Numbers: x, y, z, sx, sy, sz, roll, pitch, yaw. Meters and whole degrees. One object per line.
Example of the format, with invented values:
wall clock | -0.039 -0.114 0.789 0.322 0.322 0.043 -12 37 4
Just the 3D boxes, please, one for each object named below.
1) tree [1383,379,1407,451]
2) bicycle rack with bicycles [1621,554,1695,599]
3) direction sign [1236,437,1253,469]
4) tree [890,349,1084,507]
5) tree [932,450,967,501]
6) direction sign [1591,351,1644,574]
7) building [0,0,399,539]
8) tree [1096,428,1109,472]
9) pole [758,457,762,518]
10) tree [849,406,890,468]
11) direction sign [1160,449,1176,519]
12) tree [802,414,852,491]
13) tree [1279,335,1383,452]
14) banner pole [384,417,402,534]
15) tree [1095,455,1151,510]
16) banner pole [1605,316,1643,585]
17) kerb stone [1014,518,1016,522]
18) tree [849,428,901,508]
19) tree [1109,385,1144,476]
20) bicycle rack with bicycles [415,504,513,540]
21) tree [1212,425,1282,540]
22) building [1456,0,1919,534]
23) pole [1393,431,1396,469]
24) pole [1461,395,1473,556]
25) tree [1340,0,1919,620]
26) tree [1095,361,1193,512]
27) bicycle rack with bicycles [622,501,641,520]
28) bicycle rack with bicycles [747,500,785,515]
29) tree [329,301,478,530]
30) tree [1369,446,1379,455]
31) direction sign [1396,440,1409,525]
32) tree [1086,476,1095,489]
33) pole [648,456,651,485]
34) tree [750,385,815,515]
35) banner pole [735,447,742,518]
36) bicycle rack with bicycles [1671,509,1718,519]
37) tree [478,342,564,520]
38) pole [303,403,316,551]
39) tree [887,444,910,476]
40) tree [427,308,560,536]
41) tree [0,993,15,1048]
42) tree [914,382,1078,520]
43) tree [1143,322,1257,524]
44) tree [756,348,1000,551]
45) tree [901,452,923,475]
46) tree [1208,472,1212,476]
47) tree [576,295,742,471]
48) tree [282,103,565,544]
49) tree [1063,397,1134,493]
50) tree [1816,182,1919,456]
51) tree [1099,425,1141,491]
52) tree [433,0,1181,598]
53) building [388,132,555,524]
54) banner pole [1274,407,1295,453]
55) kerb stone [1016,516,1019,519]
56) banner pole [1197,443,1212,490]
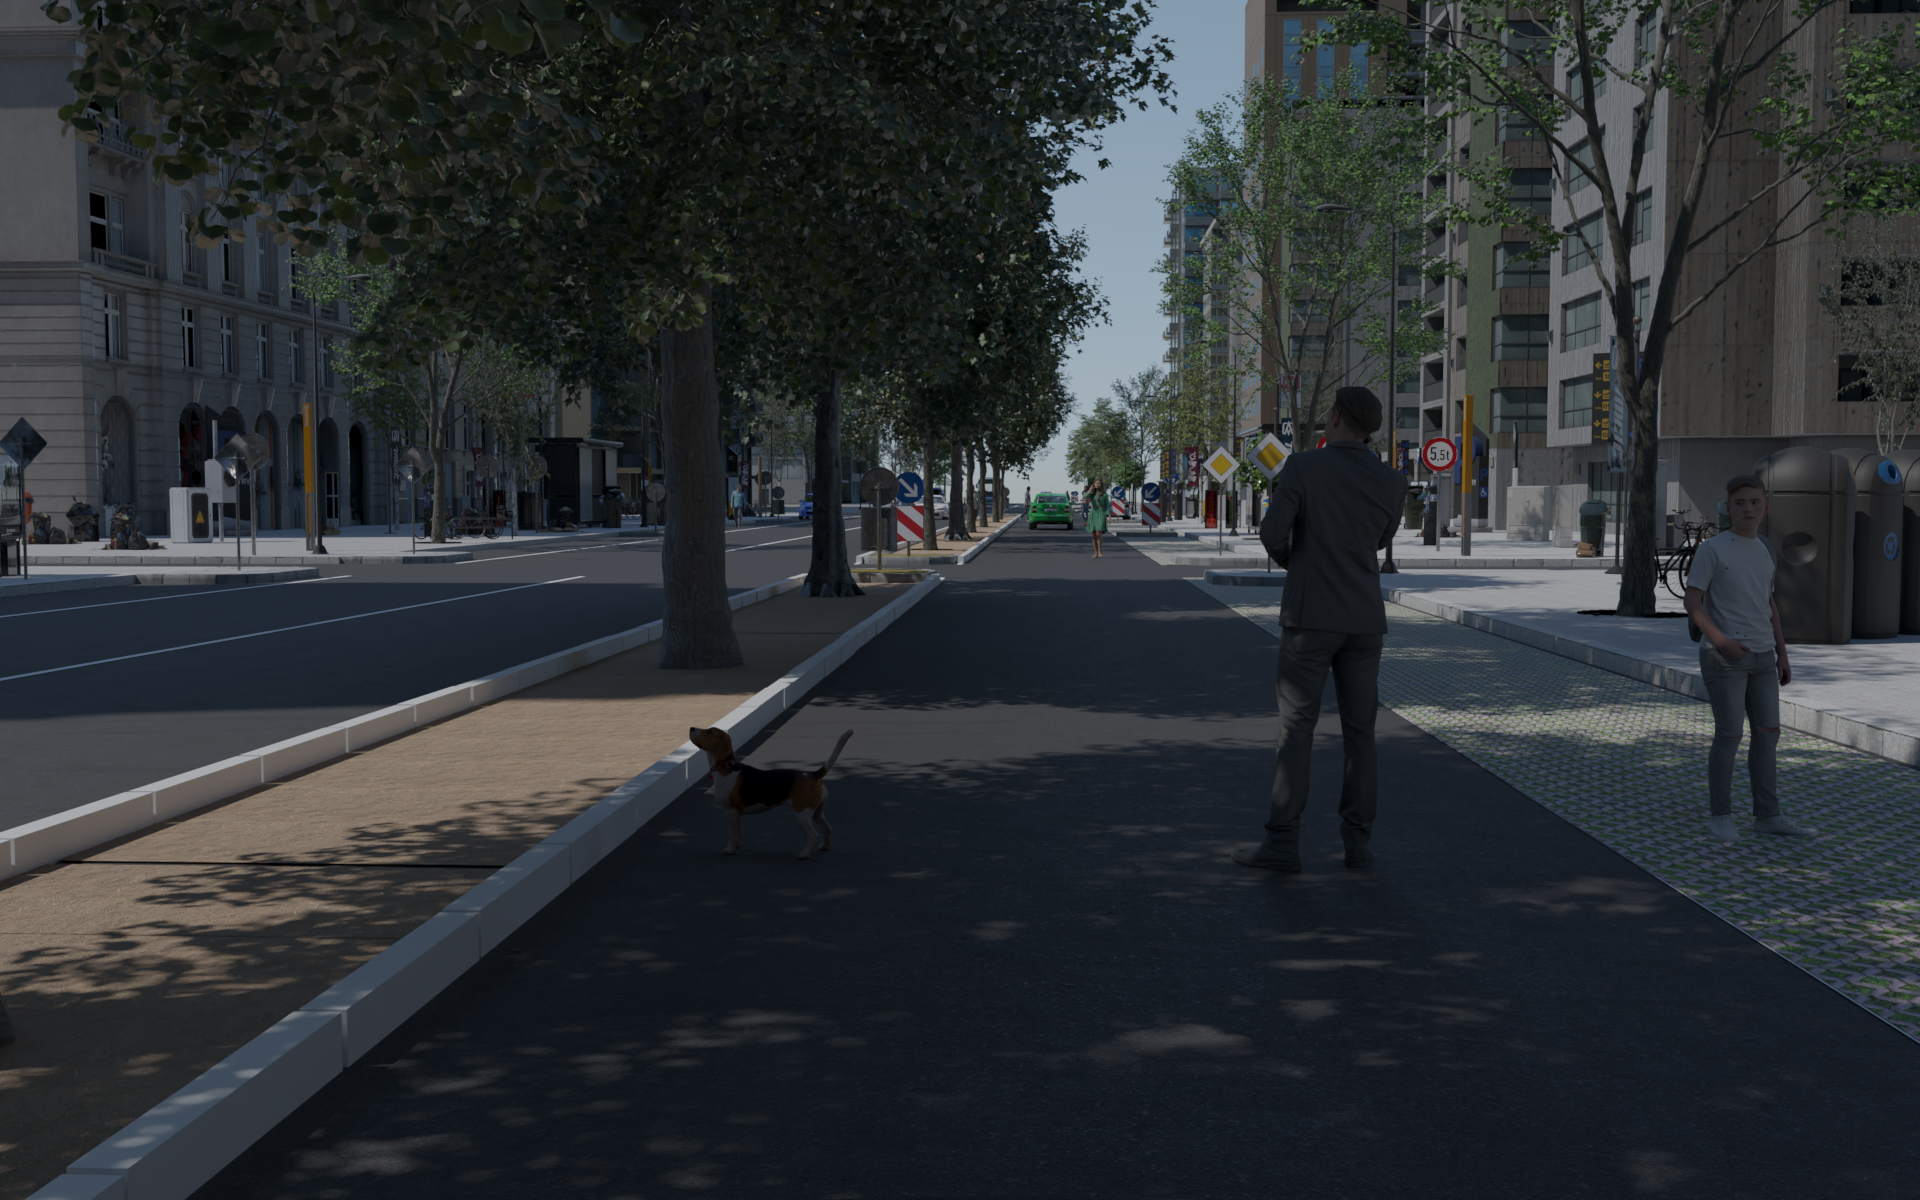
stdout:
tree | 25.095 -9.559 106.657 4.360 8.622 3.978 0 3 0
bicycle rack with bicycles | 9.382 -0.458 20.863 2.925 0.926 2.852 0 4 -7
direction sign | 11.299 -4.665 68.264 0.876 3.537 0.379 1 4 12
tree | 2.322 -11.785 105.512 12.009 13.543 11.850 0 3 0
tree | -2.233 -21.278 266.017 7.486 12.596 7.792 0 3 0
direction sign | 10.557 -2.185 27.727 0.876 3.537 0.379 2 4 32
building | -30.093 -13.372 60.433 13.314 21.916 24.055 0 4 3
tree | 14.181 -12.344 152.194 4.737 8.622 4.395 0 3 0
pole | -10.888 -6.146 94.334 0.158 3.312 0.155 0 3 0
tree | -6.810 -16.732 183.930 12.009 13.543 11.850 0 3 0
direction sign | 10.677 -5.871 87.981 0.379 3.537 0.876 -2 4 -33
tree | -9.884 -10.883 128.292 4.737 8.622 4.395 0 3 0
tree | 16.919 -7.991 81.019 4.360 8.622 3.978 0 3 0
banner pole | -18.452 -4.060 56.402 0.401 3.779 0.863 1 4 18
tree | 14.082 -9.724 142.706 4.285 4.588 4.351 0 3 0
banner pole | 9.325 -2.097 24.295 0.863 3.779 0.401 -2 4 -34
kerb stone | 2.518 -3.793 84.204 0.120 0.150 1.000 0 4 3
tree | -7.953 -12.303 151.514 4.360 8.622 3.978 0 3 0
tree | 11.921 -9.096 99.079 4.737 8.622 4.395 0 3 0
bicycle rack with bicycles | -14.143 -2.202 49.388 2.925 0.926 2.852 -2 4 -34
tree | 8.282 -3.296 48.495 1.663 3.219 1.824 0 3 0
building | 26.179 -18.028 66.452 14.160 30.474 14.107 0 4 3
pole | 14.024 -3.808 56.097 0.158 3.312 0.155 0 3 0
pole | 10.482 -2.566 35.794 0.158 3.312 0.155 0 3 0
tree | 7.056 -5.626 17.733 9.928 11.665 9.643 0 3 0
tree | 13.028 -11.389 120.630 7.601 10.594 8.767 -1 4 -22
bicycle rack with bicycles | -16.734 -4.375 84.906 2.925 0.926 2.852 3 5 41
bicycle rack with bicycles | -12.262 -5.795 108.130 2.925 0.926 2.852 -2 4 -23
tree | -19.914 -6.762 60.922 4.737 8.622 4.395 0 3 0
tree | 14.670 -4.184 63.002 1.663 3.219 1.824 0 3 0
direction sign | 18.381 -4.929 72.590 0.876 3.537 0.379 -1 4 -10
tree | 18.279 -14.760 225.039 4.285 4.588 4.351 0 3 0
pole | -16.546 -6.031 92.445 0.158 3.312 0.155 0 3 0
tree | -10.963 -9.489 105.500 4.360 8.622 3.978 0 3 0
banner pole | -11.798 -6.258 92.339 0.401 3.779 0.863 1 4 17
bicycle rack with bicycles | 16.877 -1.648 40.322 2.852 0.926 2.925 -2 4 -32
tree | -20.518 -7.867 78.994 4.737 8.622 4.395 0 3 0
pole | -14.678 -2.766 39.070 0.158 3.312 0.155 0 3 0
tree | -5.267 -16.925 211.132 8.767 10.594 7.601 -3 5 -41
tree | -13.709 -6.251 52.561 4.360 8.622 3.978 0 3 0
tree | -2.804 -5.798 3.908 9.857 13.997 8.962 0 3 0
tree | 2.215 -9.697 95.409 8.767 10.594 7.601 0 4 3
tree | 10.364 -7.544 73.706 4.737 8.622 4.395 0 3 0
tree | -0.864 -7.064 43.704 9.928 11.665 9.643 0 3 0
tree | -5.931 -15.267 199.971 4.360 8.622 3.978 0 3 0
tree | 15.512 -6.904 107.484 1.663 3.219 1.824 0 3 0
tree | -12.822 -8.610 75.184 7.601 10.594 8.767 2 4 34
tree | -13.400 -7.255 44.371 9.928 11.665 9.643 0 3 0
tree | 17.026 -17.408 202.747 7.486 12.596 7.792 0 3 0
tree | 22.565 -5.574 41.489 4.360 8.622 3.978 0 3 0
tree | 15.690 -13.481 170.784 4.360 8.622 3.978 0 3 0
tree | -1.836 -6.381 23.797 9.611 12.733 9.660 0 3 0
building | -29.020 -17.619 85.330 12.463 27.353 25.104 0 4 3
banner pole | 9.332 -3.671 50.034 0.863 3.779 0.401 2 4 24
kerb stone | 2.891 -4.231 91.369 0.120 0.150 1.000 0 4 3
banner pole | 12.003 -5.788 84.651 0.863 3.779 0.401 0 4 3
